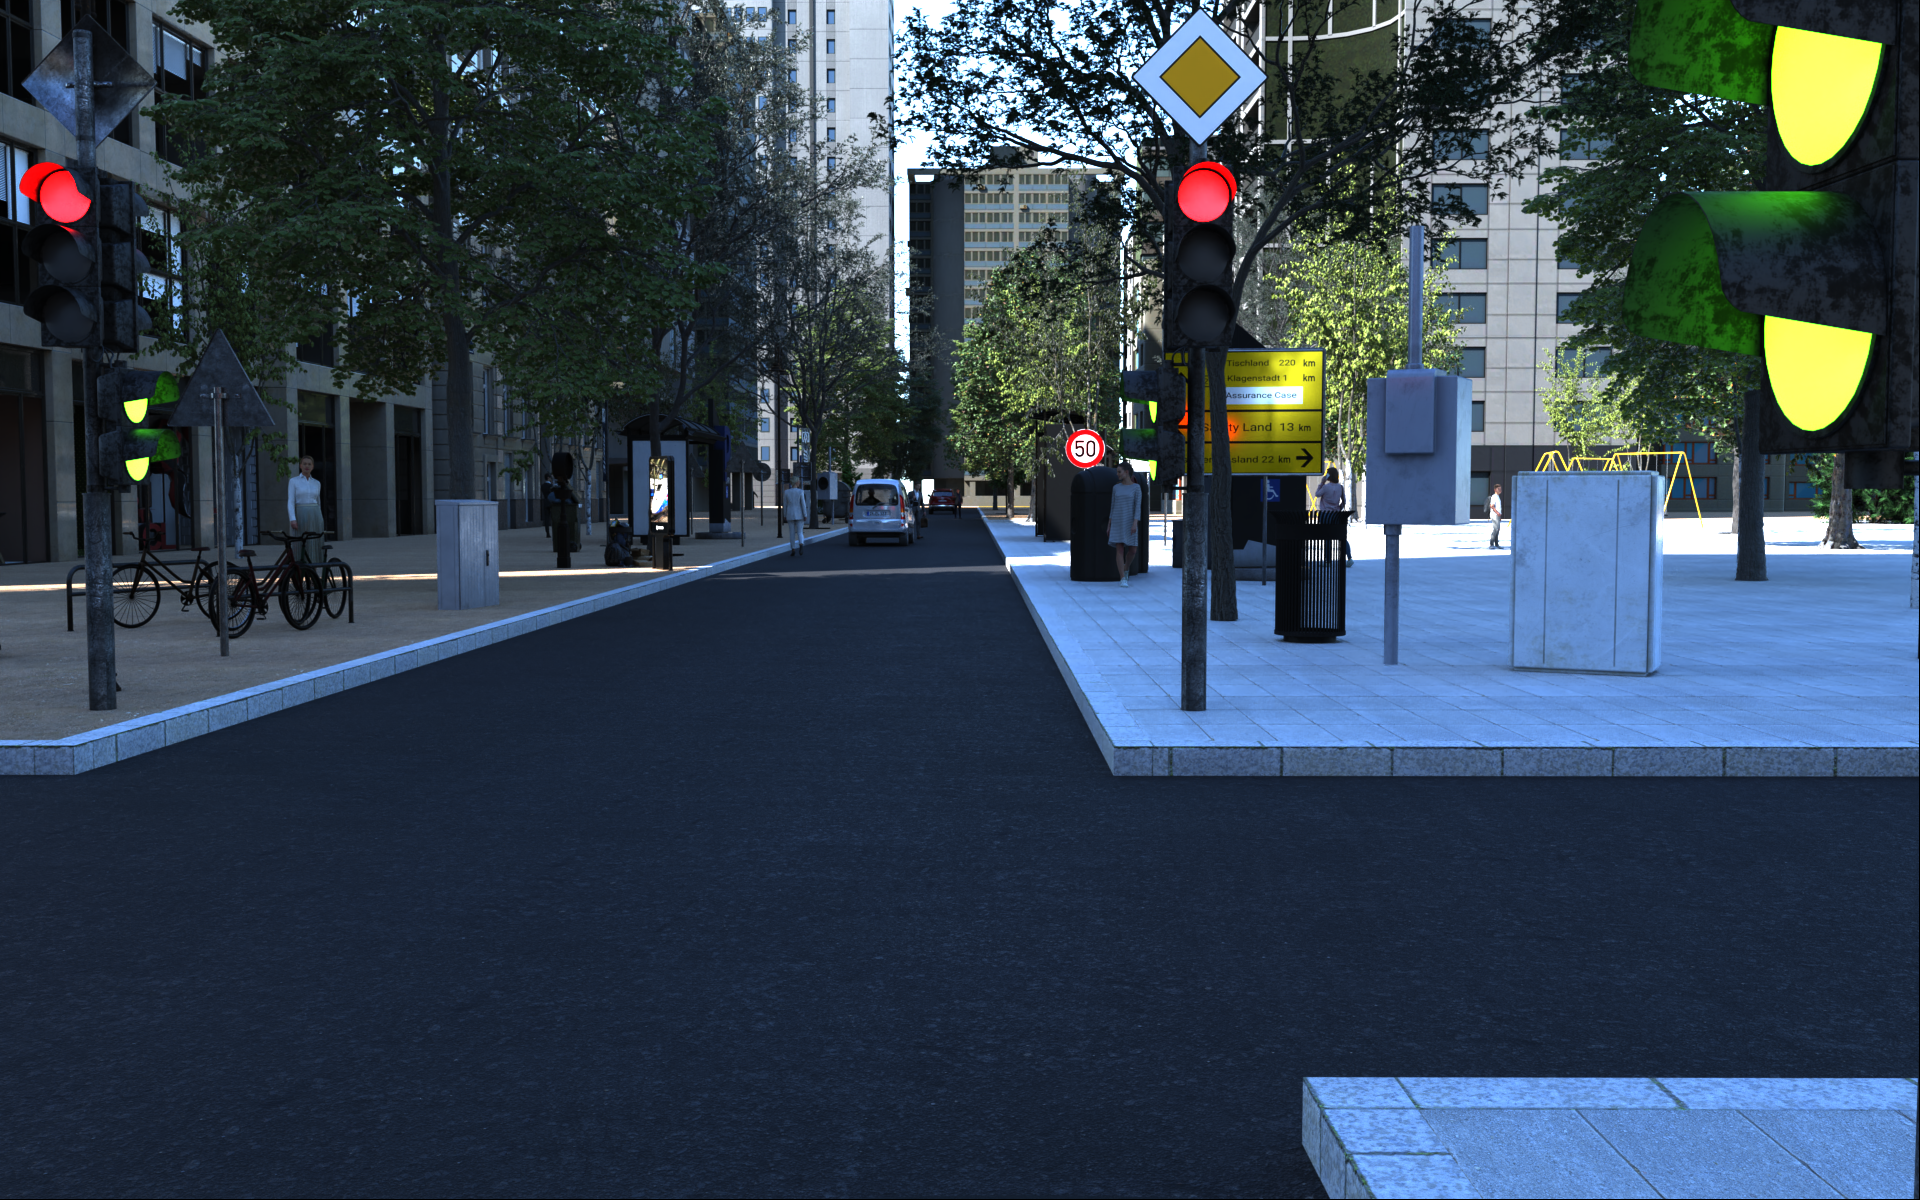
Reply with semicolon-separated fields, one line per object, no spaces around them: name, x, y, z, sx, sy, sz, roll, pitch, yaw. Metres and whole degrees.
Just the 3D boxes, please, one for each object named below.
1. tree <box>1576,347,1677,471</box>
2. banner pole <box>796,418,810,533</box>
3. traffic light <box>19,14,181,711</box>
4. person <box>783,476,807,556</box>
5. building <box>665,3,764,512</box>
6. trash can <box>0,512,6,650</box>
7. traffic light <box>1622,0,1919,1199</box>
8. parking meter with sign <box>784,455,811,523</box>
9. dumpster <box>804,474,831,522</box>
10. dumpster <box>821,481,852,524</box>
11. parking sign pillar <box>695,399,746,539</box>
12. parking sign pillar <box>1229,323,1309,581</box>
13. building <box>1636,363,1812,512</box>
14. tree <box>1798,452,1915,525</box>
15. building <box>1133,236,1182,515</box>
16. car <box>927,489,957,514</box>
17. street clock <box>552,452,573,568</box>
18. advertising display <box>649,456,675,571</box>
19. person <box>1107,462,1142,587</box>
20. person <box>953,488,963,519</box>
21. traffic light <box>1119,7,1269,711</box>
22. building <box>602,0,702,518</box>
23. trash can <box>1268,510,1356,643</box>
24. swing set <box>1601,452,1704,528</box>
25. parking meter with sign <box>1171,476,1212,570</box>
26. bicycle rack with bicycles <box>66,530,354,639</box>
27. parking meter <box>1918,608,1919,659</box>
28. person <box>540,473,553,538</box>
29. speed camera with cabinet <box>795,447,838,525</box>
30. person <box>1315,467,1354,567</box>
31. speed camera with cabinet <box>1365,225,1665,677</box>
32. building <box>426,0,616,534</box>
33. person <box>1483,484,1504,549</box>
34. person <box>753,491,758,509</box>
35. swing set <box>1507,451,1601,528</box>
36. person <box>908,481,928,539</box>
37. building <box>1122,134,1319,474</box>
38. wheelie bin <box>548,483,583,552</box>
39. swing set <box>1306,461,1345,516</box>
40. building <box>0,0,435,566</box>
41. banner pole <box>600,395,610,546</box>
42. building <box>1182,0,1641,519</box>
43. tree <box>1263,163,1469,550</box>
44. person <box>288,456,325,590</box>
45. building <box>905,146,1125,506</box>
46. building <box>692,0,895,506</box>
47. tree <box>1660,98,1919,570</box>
tree;27.693;-7.330;70.206;4.737;8.622;4.395;0;3;0
banner pole;-5.213;-4.123;57.421;0.401;3.779;0.863;2;4;35
traffic light;-5.091;-1.302;10.201;0.839;4.253;0.868;0;4;0
person;-3.784;-1.923;39.824;0.514;1.842;0.818;-1;4;-13
building;-28.025;-27.015;133.571;23.993;40.220;32.217;0;4;0
trash can;-7.806;-0.109;13.436;0.748;1.137;0.748;0;3;0
traffic light;1.327;-0.812;2.197;0.839;4.253;0.868;0;4;0
parking meter with sign;-7.286;-4.933;76.916;0.543;3.016;1.738;2;4;26
dumpster;-6.561;-4.763;80.371;1.502;2.255;1.985;0;4;0
dumpster;-5.413;-4.287;75.858;1.264;1.857;1.865;0;3;0
parking sign pillar;-6.880;-3.739;49.603;1.447;3.967;1.447;0;4;2
parking sign pillar;4.567;-2.301;26.093;1.447;3.967;1.447;-1;4;-22
building;64.386;-17.820;136.401;28.899;21.520;27.650;0;4;0
tree;45.817;-10.698;76.728;18.604;14.587;13.155;0;4;-2
building;27.409;-16.941;122.030;27.650;21.520;28.899;0;4;0
car;-1.228;-7.080;124.438;2.281;1.827;5.304;0;3;0
street clock;-6.879;-1.557;30.020;0.358;2.002;0.471;0;4;6
advertising display;-5.053;-1.477;29.366;0.123;1.923;0.974;-2;4;-29
person;2.278;-1.060;24.129;0.466;1.731;0.760;0;4;-4
person;-0.104;-5.621;100.930;0.617;1.759;0.750;0;4;-6
traffic light;1.371;-1.300;10.182;0.839;4.253;0.868;0;4;0
building;-30.352;-31.161;98.717;28.713;52.752;27.495;0;4;0
trash can;3.052;-0.209;15.077;0.748;1.137;0.748;0;3;0
swing set;26.041;-4.138;65.271;2.862;2.851;3.119;-2;4;-34
parking meter with sign;4.321;-2.031;29.474;0.543;3.016;1.738;-3;4;-37
bicycle rack with bicycles;-7.006;-0.208;16.788;2.852;0.926;2.925;1;4;21
parking meter;7.636;-0.304;13.377;0.372;1.533;0.369;0;3;0
person;-12.015;-2.787;50.974;0.648;1.900;0.474;1;4;23
speed camera with cabinet;-6.105;-4.782;72.526;2.038;3.252;0.660;2;4;33
person;6.594;-1.451;30.353;0.593;1.750;0.643;-2;4;-26
speed camera with cabinet;4.068;-1.125;12.727;2.038;3.252;0.660;2;4;28
building;-21.886;-16.509;67.178;12.463;27.353;25.104;0;4;0
person;12.476;-1.937;40.315;0.523;1.515;0.503;0;4;-4
person;-18.410;-8.996;153.271;1.348;1.807;0.705;-3;5;-41
swing set;21.856;-4.061;64.025;2.862;2.851;3.119;1;4;13
person;-1.438;-2.864;55.299;0.622;1.834;0.822;-3;4;-38
building;21.324;-22.725;143.253;14.160;30.474;14.107;0;4;0
wheelie bin;-8.720;-1.856;38.260;0.693;1.594;0.980;0;4;-4
swing set;16.993;-5.257;83.565;2.862;2.851;3.119;-2;4;-24
building;-26.491;-14.259;37.658;19.350;26.468;34.151;0;4;0
banner pole;-8.648;-3.195;42.261;0.401;3.779;0.863;0;4;-1
building;23.997;-40.212;95.722;20.563;71.187;20.611;0;4;0
tree;8.824;-5.367;38.107;4.737;8.622;4.395;0;3;0
person;-8.838;-1.046;23.366;0.478;1.798;0.641;-2;4;-30
building;6.024;-30.832;195.982;23.993;40.220;32.217;0;4;0
building;-21.304;-39.618;189.752;28.212;58.520;21.231;0;4;0
tree;14.699;-4.986;31.890;4.360;8.622;3.978;0;3;0
